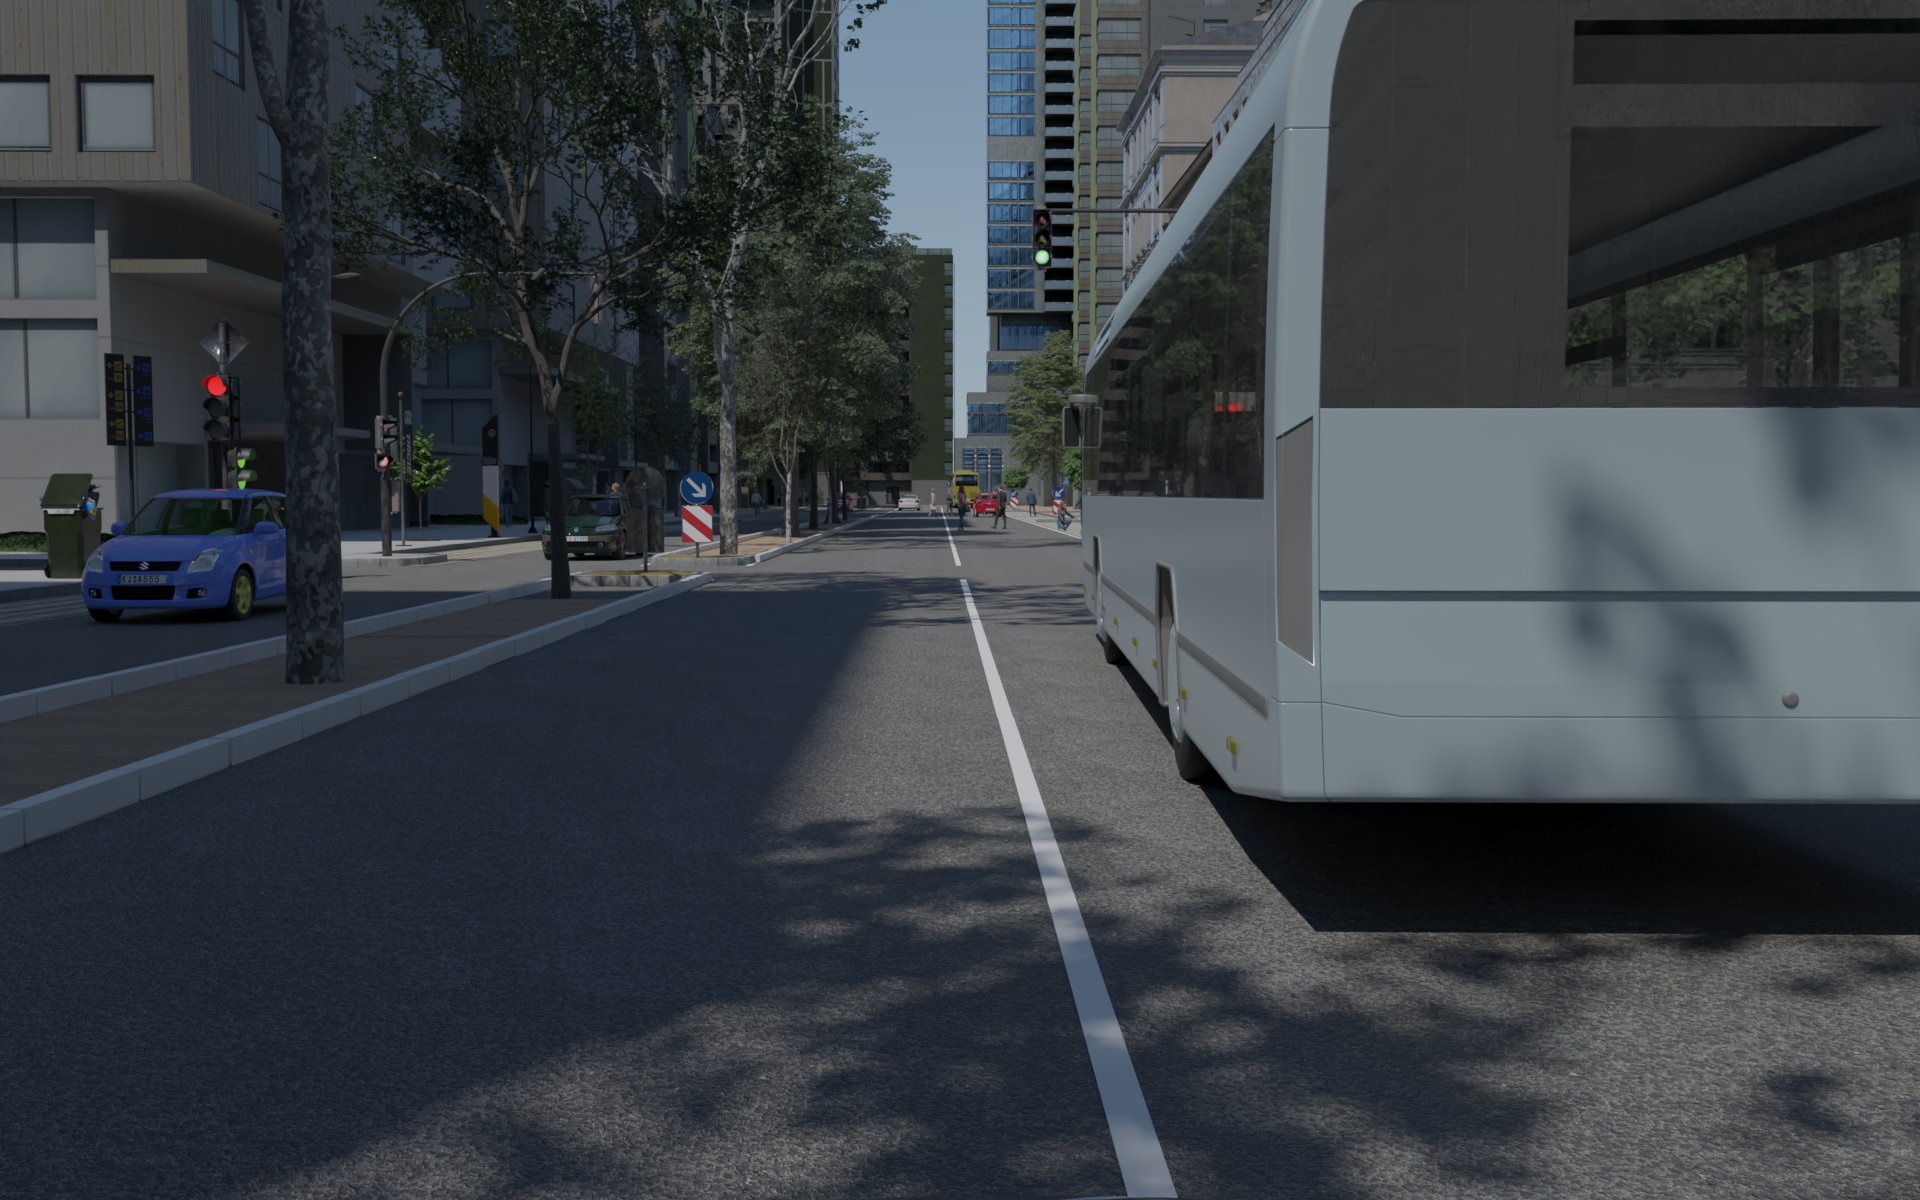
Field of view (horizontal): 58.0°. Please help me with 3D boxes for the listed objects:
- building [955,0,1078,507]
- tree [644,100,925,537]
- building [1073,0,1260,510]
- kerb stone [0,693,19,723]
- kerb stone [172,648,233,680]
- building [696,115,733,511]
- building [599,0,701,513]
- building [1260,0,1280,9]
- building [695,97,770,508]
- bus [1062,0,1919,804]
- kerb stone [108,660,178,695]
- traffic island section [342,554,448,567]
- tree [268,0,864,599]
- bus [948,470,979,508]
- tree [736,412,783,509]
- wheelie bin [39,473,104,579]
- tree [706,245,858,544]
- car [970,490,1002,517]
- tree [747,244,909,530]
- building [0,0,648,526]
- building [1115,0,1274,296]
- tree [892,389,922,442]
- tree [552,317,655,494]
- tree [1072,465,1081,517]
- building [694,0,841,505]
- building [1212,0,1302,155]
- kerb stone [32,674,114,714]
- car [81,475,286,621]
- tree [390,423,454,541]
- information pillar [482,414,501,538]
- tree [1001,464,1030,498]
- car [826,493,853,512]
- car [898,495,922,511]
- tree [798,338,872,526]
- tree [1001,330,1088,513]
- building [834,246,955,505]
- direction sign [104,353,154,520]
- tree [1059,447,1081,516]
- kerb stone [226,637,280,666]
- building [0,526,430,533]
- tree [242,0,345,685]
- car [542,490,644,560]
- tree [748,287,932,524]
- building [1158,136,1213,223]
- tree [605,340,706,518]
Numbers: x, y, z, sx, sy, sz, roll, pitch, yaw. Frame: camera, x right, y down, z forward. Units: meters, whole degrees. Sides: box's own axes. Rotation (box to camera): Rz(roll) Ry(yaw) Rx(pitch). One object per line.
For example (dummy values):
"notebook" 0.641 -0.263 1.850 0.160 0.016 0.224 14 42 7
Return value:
"building" 14.777 -54.713 207.233 31.000 86.520 22.319 0 4 -1
"tree" -5.627 -9.039 56.906 9.857 13.997 8.962 0 3 0
"building" 16.453 -28.260 145.646 14.154 41.232 14.086 0 4 -1
"kerb stone" -6.020 0.705 10.679 0.120 0.150 1.000 0 4 -1
"kerb stone" -6.061 0.519 13.751 0.120 0.150 1.000 0 4 -1
"building" -25.054 -22.049 132.202 14.160 30.474 14.107 0 4 -1
"building" -25.752 -26.556 117.793 14.154 41.232 14.086 0 4 -1
"building" 16.770 -27.400 131.590 14.154 41.232 14.086 0 4 -1
"building" -30.730 -29.034 166.590 23.993 40.220 32.217 0 4 -1
"bus" 2.375 -1.035 11.787 2.948 3.499 13.247 0 4 1
"kerb stone" -6.044 0.581 12.724 0.120 0.150 1.000 0 4 -1
"traffic island section" -11.810 -0.818 35.655 2.009 0.180 2.903 0 4 -1
"tree" -5.467 -5.320 23.858 8.767 10.594 7.601 0 4 -1
"bus" 0.418 -11.320 176.623 2.896 3.916 12.252 0 4 -2
"tree" -16.611 -13.979 146.682 7.486 12.596 7.792 0 3 0
"wheelie bin" -13.556 -1.133 26.434 0.980 1.594 0.693 0 4 4
"tree" -4.952 -5.932 49.815 4.360 8.622 3.978 0 3 0
"car" 1.748 -6.065 108.201 2.155 1.783 4.494 0 4 -3
"tree" -5.770 -8.614 69.051 9.928 11.665 9.643 0 3 0
"building" -31.786 -30.508 88.051 28.713 52.752 27.495 0 4 -1
"building" 16.678 -19.270 100.970 13.634 28.700 20.117 0 4 -1
"tree" -6.181 -9.576 93.431 8.767 10.594 7.601 0 4 -1
"tree" -14.639 -7.310 69.874 4.737 8.622 4.395 0 3 0
"tree" 7.027 -6.162 95.345 1.663 3.219 1.824 0 3 0
"building" -25.120 -46.974 206.275 20.611 71.187 20.563 0 4 -1
"building" 15.635 -12.728 62.859 10.420 20.320 16.860 0 4 -1
"kerb stone" -6.035 0.642 11.702 0.120 0.150 1.000 0 4 -1
"car" -8.953 -0.677 20.659 1.945 1.707 3.694 0 4 -1
"tree" -14.620 -3.224 47.314 1.663 3.219 1.824 0 3 0
"information pillar" -13.782 -3.642 50.905 0.504 3.616 0.183 1 4 14
"tree" 5.966 -12.448 187.235 4.285 4.588 4.351 0 3 0
"car" -9.452 -7.812 136.763 2.155 1.783 4.494 0 4 1
"car" -4.330 -8.321 148.408 2.083 1.381 4.827 0 4 -1
"tree" -5.730 -7.568 76.562 4.737 8.622 4.395 0 3 0
"tree" 6.448 -12.333 119.772 7.486 12.596 7.792 0 3 0
"building" -7.722 -26.480 204.650 14.107 30.474 14.160 0 4 -1
"direction sign" -13.516 -2.217 28.242 0.379 3.537 0.876 2 4 25
"tree" 7.370 -7.283 102.793 4.285 4.588 4.351 0 3 0
"kerb stone" -6.076 0.454 14.772 0.120 0.150 1.000 0 4 -1
"building" -31.746 -28.341 52.620 28.713 52.752 27.495 0 4 -1
"tree" -6.117 -9.482 13.369 12.611 20.169 13.585 0 3 0
"car" -8.161 -1.782 38.917 2.009 1.686 4.222 0 4 1
"tree" -6.194 -10.056 83.874 9.611 12.733 9.660 0 3 0
"building" 15.754 -13.270 81.585 10.561 19.102 19.286 0 4 -1
"tree" -14.555 -8.057 82.102 4.360 8.622 3.978 0 3 0
